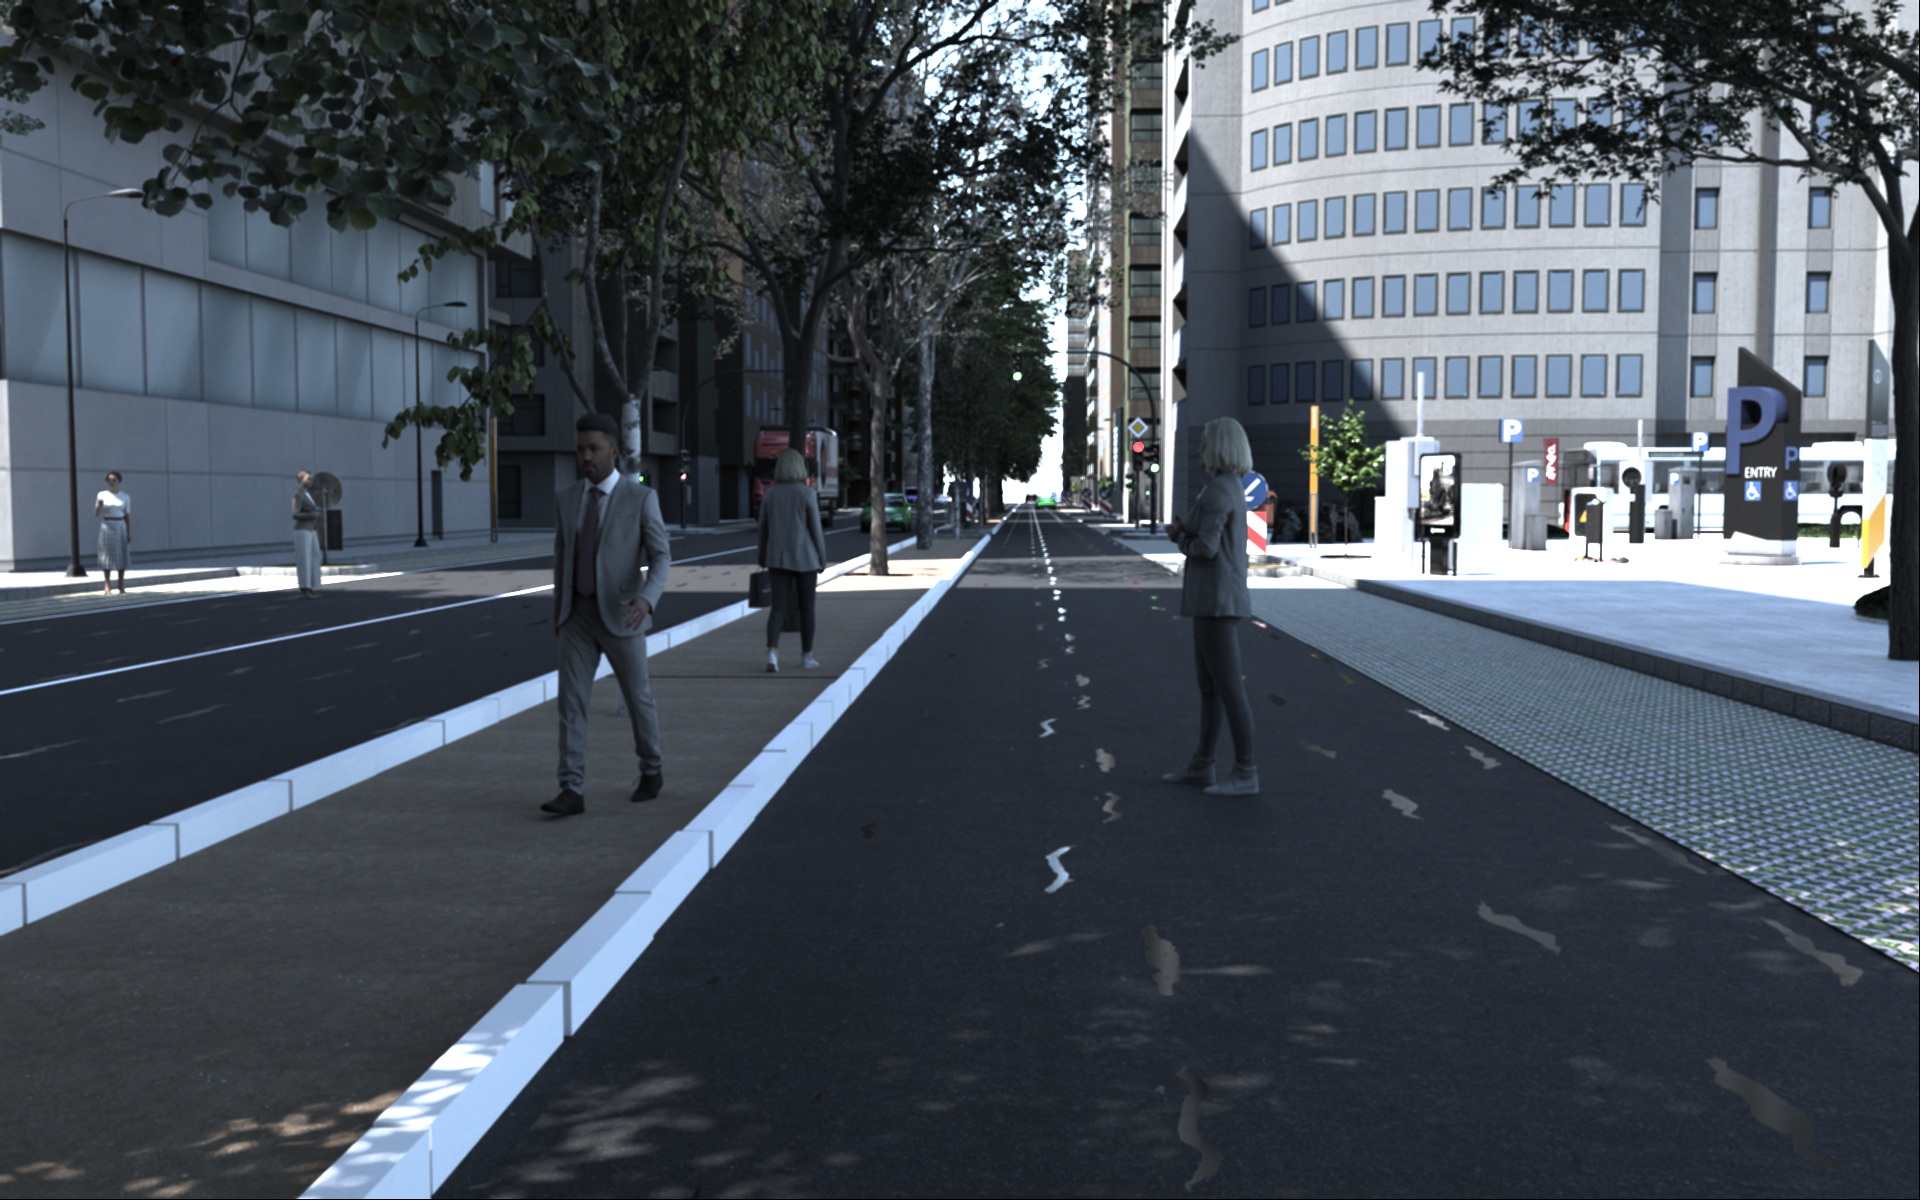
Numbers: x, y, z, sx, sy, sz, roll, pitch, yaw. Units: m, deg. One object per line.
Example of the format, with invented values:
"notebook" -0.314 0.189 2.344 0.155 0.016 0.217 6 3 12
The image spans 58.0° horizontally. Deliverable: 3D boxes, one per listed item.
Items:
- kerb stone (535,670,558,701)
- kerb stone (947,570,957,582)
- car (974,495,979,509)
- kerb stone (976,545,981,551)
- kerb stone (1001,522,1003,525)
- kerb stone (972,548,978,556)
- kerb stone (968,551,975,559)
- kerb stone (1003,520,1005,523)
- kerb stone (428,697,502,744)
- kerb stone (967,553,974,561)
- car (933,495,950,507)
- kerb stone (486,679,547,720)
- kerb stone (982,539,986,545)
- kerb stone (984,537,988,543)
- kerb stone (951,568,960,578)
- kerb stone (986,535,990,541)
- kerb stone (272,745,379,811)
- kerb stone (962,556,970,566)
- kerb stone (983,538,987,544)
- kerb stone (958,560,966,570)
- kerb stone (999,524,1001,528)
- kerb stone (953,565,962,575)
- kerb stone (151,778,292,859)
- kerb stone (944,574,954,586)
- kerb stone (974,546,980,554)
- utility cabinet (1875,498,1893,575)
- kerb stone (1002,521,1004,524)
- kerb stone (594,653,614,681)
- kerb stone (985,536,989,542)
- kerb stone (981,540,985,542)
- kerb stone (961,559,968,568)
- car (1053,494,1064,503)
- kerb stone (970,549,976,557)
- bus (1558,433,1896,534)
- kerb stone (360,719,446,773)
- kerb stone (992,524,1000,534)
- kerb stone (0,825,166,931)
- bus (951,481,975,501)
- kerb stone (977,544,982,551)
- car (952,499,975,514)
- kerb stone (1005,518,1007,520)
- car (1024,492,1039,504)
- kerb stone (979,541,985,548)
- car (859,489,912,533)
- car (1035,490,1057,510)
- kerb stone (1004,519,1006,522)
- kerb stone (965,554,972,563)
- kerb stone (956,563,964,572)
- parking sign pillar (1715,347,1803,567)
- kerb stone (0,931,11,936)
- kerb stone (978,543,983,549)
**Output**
"kerb stone" -2.884 0.601 12.383 0.120 0.150 1.000 0 4 2
"kerb stone" -0.169 -0.333 27.652 0.120 0.150 1.000 0 4 2
"car" 0.977 -9.156 162.281 1.945 1.354 3.894 0 4 3
"kerb stone" 0.356 -1.148 40.969 0.120 0.150 1.000 0 4 2
"kerb stone" 1.640 -3.123 73.260 0.120 0.150 1.000 0 4 2
"kerb stone" 0.281 -1.022 38.912 0.120 0.150 1.000 0 4 2
"kerb stone" 0.195 -0.897 36.869 0.120 0.150 1.000 0 4 2
"kerb stone" 1.846 -3.437 78.383 0.120 0.150 1.000 0 4 2
"kerb stone" -2.961 0.726 10.325 0.120 0.150 1.000 0 4 2
"kerb stone" 0.154 -0.835 35.845 0.120 0.150 1.000 0 4 2
"car" -2.159 -10.906 190.674 2.083 1.381 4.827 0 4 3
"kerb stone" -2.929 0.663 11.362 0.120 0.150 1.000 0 4 2
"kerb stone" 0.560 -1.461 46.085 0.120 0.150 1.000 0 4 2
"kerb stone" 0.645 -1.587 48.137 0.120 0.150 1.000 0 4 2
"kerb stone" -0.130 -0.393 28.682 0.120 0.150 1.000 0 4 2
"kerb stone" 0.724 -1.712 50.188 0.120 0.150 1.000 0 4 2
"kerb stone" -3.037 0.851 8.279 0.120 0.150 1.000 0 4 2
"kerb stone" 0.073 -0.710 33.797 0.120 0.150 1.000 0 4 2
"kerb stone" 0.601 -1.523 47.115 0.120 0.150 1.000 0 4 2
"kerb stone" -0.010 -0.584 31.747 0.120 0.150 1.000 0 4 2
"kerb stone" 1.437 -2.810 68.131 0.120 0.150 1.000 0 4 2
"kerb stone" -0.091 -0.455 29.703 0.120 0.150 1.000 0 4 2
"kerb stone" -3.084 0.915 7.255 0.120 0.150 1.000 0 4 2
"kerb stone" -0.210 -0.263 26.619 0.120 0.150 1.000 0 4 2
"kerb stone" 0.318 -1.085 39.943 0.120 0.150 1.000 0 4 2
"utility cabinet" 15.145 -1.001 27.521 1.020 1.237 0.306 0 4 8
"kerb stone" 1.721 -3.246 75.306 0.120 0.150 1.000 0 4 2
"kerb stone" -2.840 0.538 13.404 0.120 0.150 1.000 0 4 2
"kerb stone" 0.686 -1.650 49.166 0.120 0.150 1.000 0 4 2
"kerb stone" 0.523 -1.399 45.063 0.120 0.150 1.000 0 4 2
"kerb stone" 0.024 -0.641 32.770 0.120 0.150 1.000 0 4 2
"car" 13.508 -14.180 241.439 1.945 1.707 3.694 0 4 3
"kerb stone" 0.230 -0.960 37.891 0.120 0.150 1.000 0 4 2
"bus" 26.494 -3.910 58.781 13.247 3.499 2.948 0 4 1
"kerb stone" -3.005 0.792 9.302 0.120 0.150 1.000 0 4 2
"kerb stone" 1.400 -2.747 67.101 0.120 0.150 1.000 0 4 2
"kerb stone" -3.125 0.979 6.225 0.120 0.150 1.000 0 4 2
"bus" 0.406 -14.886 238.241 2.948 3.499 13.247 0 4 4
"kerb stone" 0.402 -1.210 41.999 0.120 0.150 1.000 0 4 2
"car" 0.152 -6.712 122.319 1.945 1.354 3.894 0 4 4
"kerb stone" 2.086 -3.811 84.522 0.120 0.150 1.000 0 4 2
"car" 10.756 -15.432 260.992 2.281 1.827 5.304 0 4 2
"kerb stone" 0.493 -1.336 44.041 0.120 0.150 1.000 0 4 2
"car" -2.778 -3.470 65.527 1.959 1.807 4.718 0 4 1
"car" 7.827 -9.100 157.585 1.959 1.807 4.718 0 4 1
"kerb stone" 1.969 -3.625 81.459 0.120 0.150 1.000 0 4 2
"kerb stone" 0.116 -0.772 34.818 0.120 0.150 1.000 0 4 2
"kerb stone" -0.050 -0.515 30.725 0.120 0.150 1.000 0 4 2
"parking sign pillar" 14.446 -2.613 31.202 1.447 3.967 1.447 -2 4 -23
"kerb stone" -3.164 1.039 5.202 0.120 0.150 1.000 0 4 2
"kerb stone" 0.444 -1.274 43.020 0.120 0.150 1.000 0 4 2
